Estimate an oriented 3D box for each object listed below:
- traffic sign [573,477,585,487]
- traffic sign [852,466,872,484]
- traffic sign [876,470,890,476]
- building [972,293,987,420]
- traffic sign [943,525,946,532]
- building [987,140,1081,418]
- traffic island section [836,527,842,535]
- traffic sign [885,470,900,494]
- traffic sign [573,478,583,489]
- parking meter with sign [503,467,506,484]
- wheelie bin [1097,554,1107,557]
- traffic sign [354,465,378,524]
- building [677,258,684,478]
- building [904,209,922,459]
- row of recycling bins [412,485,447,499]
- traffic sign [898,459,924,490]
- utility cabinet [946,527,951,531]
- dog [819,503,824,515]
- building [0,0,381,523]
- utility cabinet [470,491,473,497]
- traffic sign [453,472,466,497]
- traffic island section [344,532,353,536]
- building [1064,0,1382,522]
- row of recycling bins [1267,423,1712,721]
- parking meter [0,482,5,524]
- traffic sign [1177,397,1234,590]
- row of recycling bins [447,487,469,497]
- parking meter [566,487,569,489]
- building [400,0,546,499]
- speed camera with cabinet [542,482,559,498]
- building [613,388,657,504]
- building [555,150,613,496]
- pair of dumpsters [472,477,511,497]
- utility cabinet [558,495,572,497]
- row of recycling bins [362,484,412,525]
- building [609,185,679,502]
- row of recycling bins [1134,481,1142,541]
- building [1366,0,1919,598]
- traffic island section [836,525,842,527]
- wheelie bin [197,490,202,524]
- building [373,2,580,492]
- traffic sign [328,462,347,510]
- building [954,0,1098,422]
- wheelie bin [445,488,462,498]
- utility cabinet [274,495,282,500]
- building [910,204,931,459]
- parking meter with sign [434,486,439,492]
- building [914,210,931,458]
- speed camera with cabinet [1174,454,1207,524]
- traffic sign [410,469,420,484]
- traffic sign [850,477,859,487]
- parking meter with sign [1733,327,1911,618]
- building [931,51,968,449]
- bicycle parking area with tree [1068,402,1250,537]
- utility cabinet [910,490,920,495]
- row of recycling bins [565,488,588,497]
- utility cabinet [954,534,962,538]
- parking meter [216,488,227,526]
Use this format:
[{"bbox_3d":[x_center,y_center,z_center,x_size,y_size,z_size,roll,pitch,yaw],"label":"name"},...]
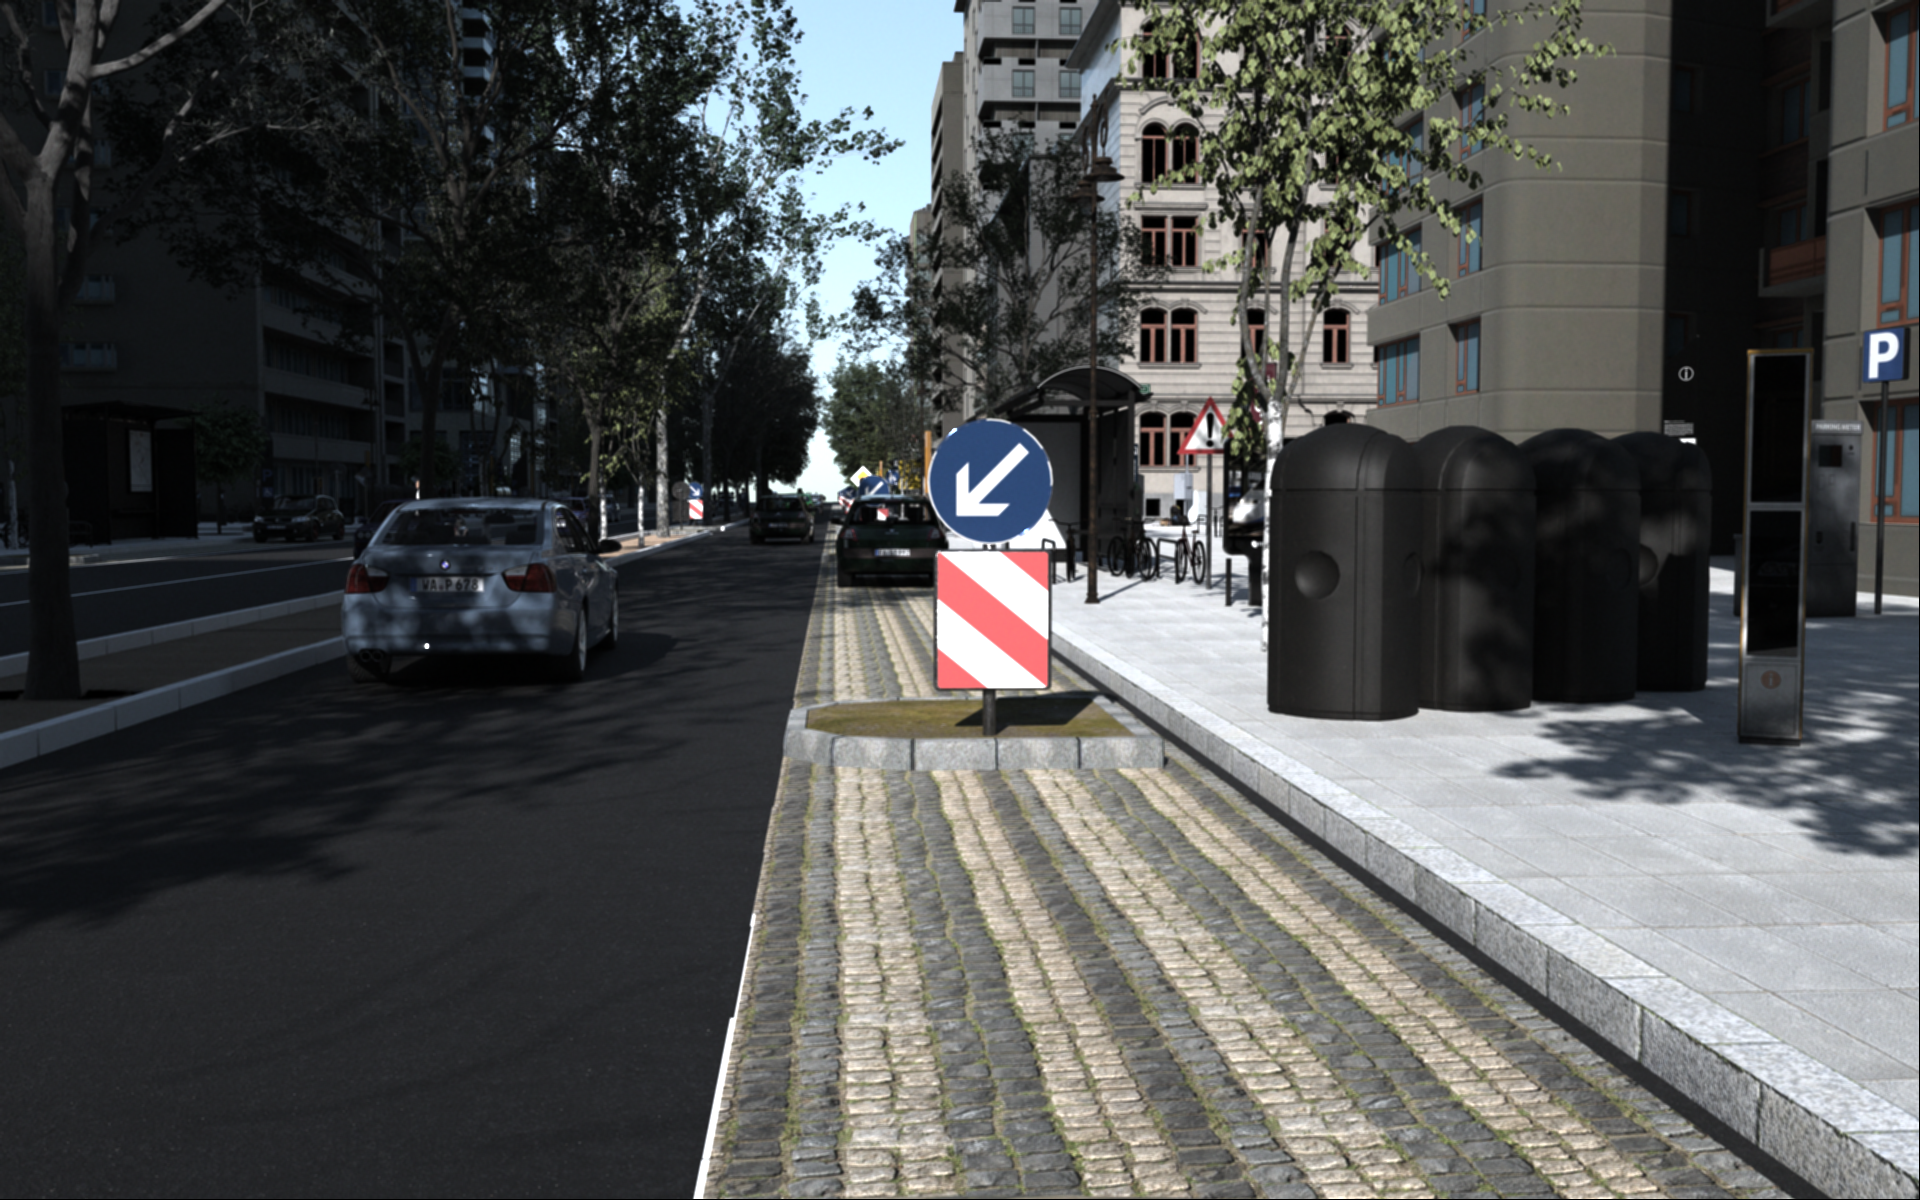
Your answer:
[{"bbox_3d":[-29.151,-8.105,132.524,0.884,2.594,0.081,0,4,-1],"label":"traffic sign"},{"bbox_3d":[-3.430,-3.532,61.389,0.795,2.450,0.064,0,4,-4],"label":"traffic sign"},{"bbox_3d":[-5.734,-9.014,141.258,2.265,3.308,0.079,0,4,-1],"label":"traffic sign"},{"bbox_3d":[6.643,-16.599,136.021,10.561,19.102,19.286,0,4,-4],"label":"building"},{"bbox_3d":[-0.466,-3.199,52.409,0.768,2.556,0.104,0,4,1],"label":"traffic sign"},{"bbox_3d":[9.896,-17.879,111.396,14.314,24.678,30.058,0,4,-4],"label":"building"},{"bbox_3d":[-3.407,-2.397,61.468,2.009,0.180,2.903,0,4,-4],"label":"traffic island section"},{"bbox_3d":[-3.571,-5.593,91.549,0.768,2.556,0.104,0,4,-3],"label":"traffic sign"},{"bbox_3d":[-29.765,-8.246,134.933,0.768,2.556,0.104,0,4,-2],"label":"traffic sign"},{"bbox_3d":[-28.017,-6.950,109.887,1.738,3.016,0.543,0,4,-6],"label":"parking meter with sign"},{"bbox_3d":[3.048,-1.673,35.265,0.693,1.594,0.980,0,4,6],"label":"wheelie bin"},{"bbox_3d":[-20.631,-3.457,60.168,0.795,2.450,0.064,0,4,-4],"label":"traffic sign"},{"bbox_3d":[-54.174,-37.171,291.346,14.154,41.232,14.086,0,4,-4],"label":"building"},{"bbox_3d":[2.074,-40.954,289.200,23.786,49.044,30.456,0,4,-4],"label":"building"},{"bbox_3d":[-24.159,-4.295,77.334,1.069,1.692,3.534,0,4,2],"label":"row of recycling bins"},{"bbox_3d":[-2.440,-6.492,100.012,2.265,3.308,0.079,0,4,3],"label":"traffic sign"},{"bbox_3d":[-0.128,-3.098,59.336,1.173,1.500,0.318,-2,4,-30],"label":"utility cabinet"},{"bbox_3d":[-9.696,-6.318,120.140,0.513,0.831,0.800,2,4,35],"label":"dog"},{"bbox_3d":[-43.189,-28.341,87.084,21.300,48.544,21.600,0,4,-4],"label":"building"},{"bbox_3d":[-30.723,-6.238,110.670,1.173,1.500,0.318,1,4,11],"label":"utility cabinet"},{"bbox_3d":[-26.732,-5.645,92.404,0.768,2.556,0.104,0,4,-2],"label":"traffic sign"},{"bbox_3d":[-20.654,-2.321,60.228,2.009,0.180,2.903,0,4,-4],"label":"traffic island section"},{"bbox_3d":[17.691,-18.159,84.286,23.554,28.519,14.401,0,4,-4],"label":"building"},{"bbox_3d":[3.437,-0.227,10.822,3.534,1.692,1.069,-2,4,-32],"label":"row of recycling bins"},{"bbox_3d":[-41.571,-4.234,74.941,0.399,1.863,0.255,-3,5,-39],"label":"parking meter"},{"bbox_3d":[3.340,-1.419,23.211,0.884,2.594,0.081,0,4,1],"label":"traffic sign"},{"bbox_3d":[-28.995,-5.438,96.019,3.534,1.692,1.069,0,4,-5],"label":"row of recycling bins"},{"bbox_3d":[-30.757,-7.964,135.915,0.399,1.863,0.255,-1,4,-18],"label":"parking meter"},{"bbox_3d":[-49.462,-51.527,155.142,22.319,86.520,31.000,0,4,-4],"label":"building"},{"bbox_3d":[-31.531,-8.542,134.002,0.660,3.252,2.038,1,4,23],"label":"speed camera with cabinet"},{"bbox_3d":[-58.037,-24.624,247.640,27.650,21.520,28.899,0,4,-4],"label":"building"},{"bbox_3d":[-48.292,-31.594,200.150,14.154,41.232,14.086,0,4,-4],"label":"building"},{"bbox_3d":[-26.867,-5.917,99.229,1.574,2.255,4.437,0,4,-4],"label":"pair of dumpsters"},{"bbox_3d":[-26.615,-6.451,116.634,1.020,1.237,0.306,2,4,32],"label":"utility cabinet"},{"bbox_3d":[-24.409,-4.056,73.427,1.069,1.692,3.534,0,4,-2],"label":"row of recycling bins"},{"bbox_3d":[-56.155,-39.704,272.864,21.300,48.544,21.600,0,4,-4],"label":"building"},{"bbox_3d":[3.258,-2.495,47.898,3.534,1.692,1.069,0,4,-3],"label":"row of recycling bins"},{"bbox_3d":[25.074,-11.304,29.863,27.650,21.520,28.899,0,4,-4],"label":"building"},{"bbox_3d":[-3.984,-2.884,69.432,2.009,0.180,2.903,0,4,-4],"label":"traffic island section"},{"bbox_3d":[-33.097,-4.078,74.582,0.693,1.594,0.980,1,4,22],"label":"wheelie bin"},{"bbox_3d":[-51.252,-45.447,181.305,20.563,71.187,20.611,0,4,-4],"label":"building"},{"bbox_3d":[-25.094,-4.263,69.811,0.768,2.556,0.104,0,4,-2],"label":"traffic sign"},{"bbox_3d":[14.662,-35.090,162.965,28.713,52.752,27.495,0,4,-4],"label":"building"},{"bbox_3d":[-27.138,-5.197,92.880,0.980,1.594,0.693,0,4,-2],"label":"wheelie bin"},{"bbox_3d":[-31.145,-4.159,79.163,1.020,1.237,0.306,-2,4,-29],"label":"utility cabinet"},{"bbox_3d":[-0.495,-37.684,266.238,14.600,45.320,14.200,0,4,-4],"label":"building"},{"bbox_3d":[-32.114,-6.651,104.998,1.738,3.016,0.543,3,4,39],"label":"parking meter with sign"},{"bbox_3d":[0.343,-34.731,251.444,14.154,41.232,14.086,0,4,-4],"label":"building"},{"bbox_3d":[9.982,-4.912,74.649,0.660,3.252,2.038,3,4,39],"label":"speed camera with cabinet"},{"bbox_3d":[-21.208,-3.944,68.133,0.795,2.450,0.064,0,4,-4],"label":"traffic sign"},{"bbox_3d":[-4.007,-4.019,69.354,0.795,2.450,0.064,0,4,-4],"label":"traffic sign"},{"bbox_3d":[9.007,-1.340,18.174,1.738,3.016,0.543,-1,4,-16],"label":"parking meter with sign"},{"bbox_3d":[8.100,-34.502,187.810,21.300,48.544,21.600,0,4,-4],"label":"building"},{"bbox_3d":[6.069,-4.033,52.939,8.231,4.147,9.016,1,4,12],"label":"bicycle parking area with tree"},{"bbox_3d":[-2.359,-5.005,90.512,0.318,1.500,1.173,-1,4,-16],"label":"utility cabinet"},{"bbox_3d":[-28.712,-7.457,129.039,1.069,1.692,3.534,-2,4,-32],"label":"row of recycling bins"},{"bbox_3d":[0.169,-2.423,50.778,0.306,1.237,1.020,-2,4,-29],"label":"utility cabinet"},{"bbox_3d":[-29.976,-3.785,70.295,0.372,1.533,0.369,0,3,0],"label":"parking meter"}]
